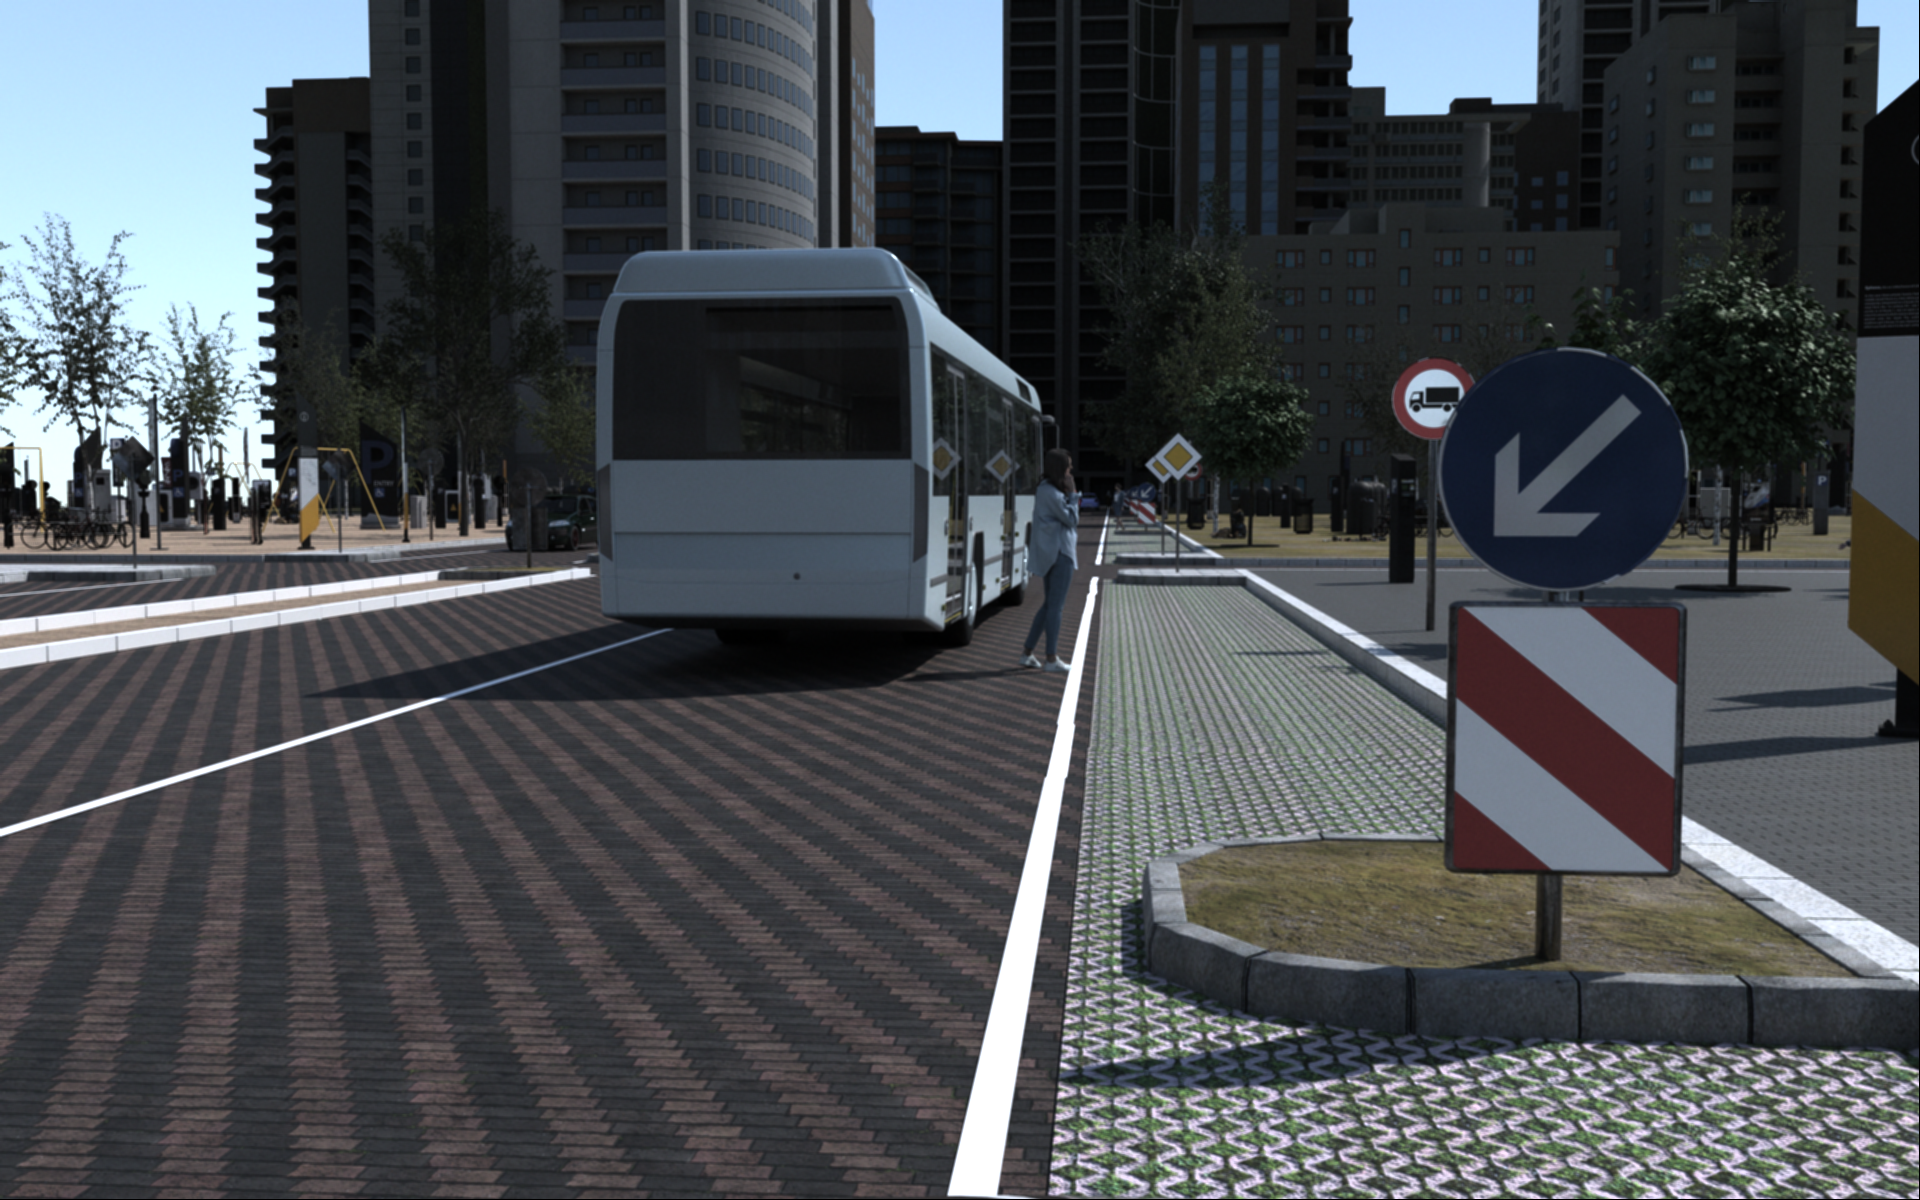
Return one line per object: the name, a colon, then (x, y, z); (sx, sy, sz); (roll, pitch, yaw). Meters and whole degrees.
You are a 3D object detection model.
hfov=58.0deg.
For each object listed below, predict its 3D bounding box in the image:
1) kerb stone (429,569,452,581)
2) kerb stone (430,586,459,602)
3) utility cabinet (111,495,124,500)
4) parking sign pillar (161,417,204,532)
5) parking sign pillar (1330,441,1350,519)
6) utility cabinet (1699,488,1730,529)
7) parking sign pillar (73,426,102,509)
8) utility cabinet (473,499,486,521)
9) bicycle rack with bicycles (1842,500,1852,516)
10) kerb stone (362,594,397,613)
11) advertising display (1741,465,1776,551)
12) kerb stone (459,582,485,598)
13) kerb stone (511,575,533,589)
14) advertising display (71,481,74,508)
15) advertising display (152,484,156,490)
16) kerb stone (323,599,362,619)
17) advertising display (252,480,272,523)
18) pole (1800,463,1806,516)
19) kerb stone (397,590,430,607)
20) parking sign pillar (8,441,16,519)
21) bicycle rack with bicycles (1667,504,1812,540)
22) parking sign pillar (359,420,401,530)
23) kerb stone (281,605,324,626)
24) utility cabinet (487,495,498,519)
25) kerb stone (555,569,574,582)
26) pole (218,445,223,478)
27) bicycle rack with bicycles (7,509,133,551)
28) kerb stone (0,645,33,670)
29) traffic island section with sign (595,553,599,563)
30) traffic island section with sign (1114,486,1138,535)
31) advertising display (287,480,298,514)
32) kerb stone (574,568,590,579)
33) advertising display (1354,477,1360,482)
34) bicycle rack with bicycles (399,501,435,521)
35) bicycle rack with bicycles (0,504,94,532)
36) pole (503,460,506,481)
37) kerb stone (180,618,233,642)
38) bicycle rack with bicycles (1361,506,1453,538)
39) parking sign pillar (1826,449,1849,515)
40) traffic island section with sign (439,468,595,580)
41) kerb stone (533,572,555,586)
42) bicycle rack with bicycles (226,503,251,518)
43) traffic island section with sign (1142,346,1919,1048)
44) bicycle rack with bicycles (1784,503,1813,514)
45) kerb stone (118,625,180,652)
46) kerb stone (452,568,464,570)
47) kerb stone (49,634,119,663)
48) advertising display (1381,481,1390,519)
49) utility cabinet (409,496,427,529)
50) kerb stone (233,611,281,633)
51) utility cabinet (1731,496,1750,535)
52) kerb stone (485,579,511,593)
kerb stone: (-8.693, -0.396, 28.670); (0.120, 0.150, 1.000); (0, 4, 5)
kerb stone: (-7.048, -0.072, 23.370); (0.120, 0.150, 1.000); (0, 4, 5)
utility cabinet: (-51.093, -5.718, 104.656); (1.020, 1.237, 0.306); (0, 4, -1)
parking sign pillar: (-26.950, -4.368, 59.882); (1.447, 3.967, 1.447); (-1, 4, -17)
parking sign pillar: (19.802, -6.162, 89.220); (1.447, 3.967, 1.447); (1, 4, 10)
utility cabinet: (27.646, -3.356, 63.556); (1.173, 1.500, 0.318); (3, 5, 42)
parking sign pillar: (-34.358, -4.879, 68.241); (1.447, 3.967, 1.447); (0, 4, 5)
utility cabinet: (-22.614, -4.455, 81.520); (0.318, 1.500, 1.173); (-2, 4, -29)
bicycle rack with bicycles: (52.085, -5.279, 99.698); (2.852, 0.926, 2.925); (3, 5, 42)
kerb stone: (-7.228, 0.053, 21.332); (0.120, 0.150, 1.000); (0, 4, 5)
advertising display: (18.070, -2.081, 39.233); (0.123, 1.923, 0.974); (-1, 4, -13)
kerb stone: (-6.957, -0.133, 24.388); (0.120, 0.150, 1.000); (0, 4, 5)
kerb stone: (-6.783, -0.256, 26.434); (0.120, 0.150, 1.000); (0, 4, 5)
advertising display: (-42.250, -4.756, 82.975); (0.974, 1.923, 0.123); (2, 4, 33)
advertising display: (-49.732, -6.270, 107.725); (0.974, 1.923, 0.123); (0, 4, 4)
kerb stone: (-7.316, 0.115, 20.309); (0.120, 0.150, 1.000); (0, 4, 5)
advertising display: (-31.278, -4.429, 77.630); (0.974, 1.923, 0.123); (1, 4, 20)
pole: (45.416, -6.082, 93.288); (0.158, 3.312, 0.155); (0, 3, 0)
kerb stone: (-7.133, -0.010, 22.352); (0.120, 0.150, 1.000); (0, 4, 5)
parking sign pillar: (-48.907, -6.101, 88.225); (1.447, 3.967, 1.447); (-3, 4, -38)
bicycle rack with bicycles: (22.087, -2.215, 49.593); (2.852, 0.926, 2.925); (-2, 4, -32)
parking sign pillar: (-21.168, -4.566, 63.121); (1.447, 3.967, 1.447); (-1, 4, -16)
kerb stone: (-7.396, 0.179, 19.290); (0.120, 0.150, 1.000); (0, 4, 5)
utility cabinet: (-23.830, -4.697, 87.951); (0.306, 1.237, 1.020); (-3, 5, -42)
kerb stone: (-6.605, -0.381, 28.486); (0.120, 0.150, 1.000); (0, 4, 5)
pole: (-30.966, -4.817, 72.594); (0.158, 3.312, 0.155); (0, 3, 0)
bicycle rack with bicycles: (-20.807, -1.676, 40.786); (2.852, 0.926, 2.925); (2, 4, 30)
kerb stone: (-7.845, 0.490, 14.187); (0.120, 0.150, 1.000); (0, 4, 5)
traffic island section with sign: (-6.895, -1.759, 36.902); (2.006, 1.907, 1.989); (0, 4, 5)
traffic island section with sign: (6.436, -3.198, 60.918); (1.989, 1.847, 2.006); (0, 4, 5)
advertising display: (-31.527, -4.687, 81.853); (0.123, 1.923, 0.974); (0, 4, 0)
kerb stone: (-6.508, -0.447, 29.503); (0.120, 0.150, 1.000); (0, 4, 5)
advertising display: (15.021, -3.690, 65.550); (0.123, 1.923, 0.974); (0, 4, 8)
bicycle rack with bicycles: (-25.973, -4.289, 83.505); (2.925, 0.926, 2.852); (-2, 4, -24)
bicycle rack with bicycles: (-34.296, -3.148, 64.852); (2.925, 0.926, 2.852); (-1, 4, -21)
pole: (-27.168, -6.699, 103.371); (0.158, 3.312, 0.155); (0, 3, 0)
kerb stone: (-7.576, 0.308, 17.251); (0.120, 0.150, 1.000); (0, 4, 5)
bicycle rack with bicycles: (13.370, -2.352, 51.834); (2.925, 0.926, 2.852); (0, 4, -4)
parking sign pillar: (52.991, -7.103, 104.602); (1.447, 3.967, 1.447); (-1, 4, -21)
traffic island section with sign: (-7.550, -1.308, 29.523); (2.006, 1.907, 1.989); (0, 4, 5)
kerb stone: (-6.687, -0.322, 27.456); (0.120, 0.150, 1.000); (0, 4, 5)
bicycle rack with bicycles: (-39.044, -4.956, 94.419); (2.925, 0.926, 2.852); (-3, 5, -41)
traffic island section with sign: (1.587, 0.193, 5.467); (1.989, 1.847, 2.006); (0, 4, 5)
bicycle rack with bicycles: (33.995, -3.586, 72.015); (2.925, 0.926, 2.852); (1, 4, 22)
kerb stone: (-7.666, 0.366, 16.232); (0.120, 0.150, 1.000); (0, 4, 5)
kerb stone: (-8.600, -0.458, 29.688); (0.120, 0.150, 1.000); (0, 4, 5)
kerb stone: (-7.755, 0.428, 15.205); (0.120, 0.150, 1.000); (0, 4, 5)
advertising display: (21.468, -5.061, 87.956); (0.974, 1.923, 0.123); (-3, 4, -38)
utility cabinet: (-20.191, -3.268, 64.600); (0.306, 1.237, 1.020); (0, 4, 2)
kerb stone: (-7.487, 0.246, 18.273); (0.120, 0.150, 1.000); (0, 4, 5)
utility cabinet: (24.561, -2.639, 54.303); (1.020, 1.237, 0.306); (-3, 4, -37)
kerb stone: (-6.858, -0.192, 25.406); (0.120, 0.150, 1.000); (0, 4, 5)
